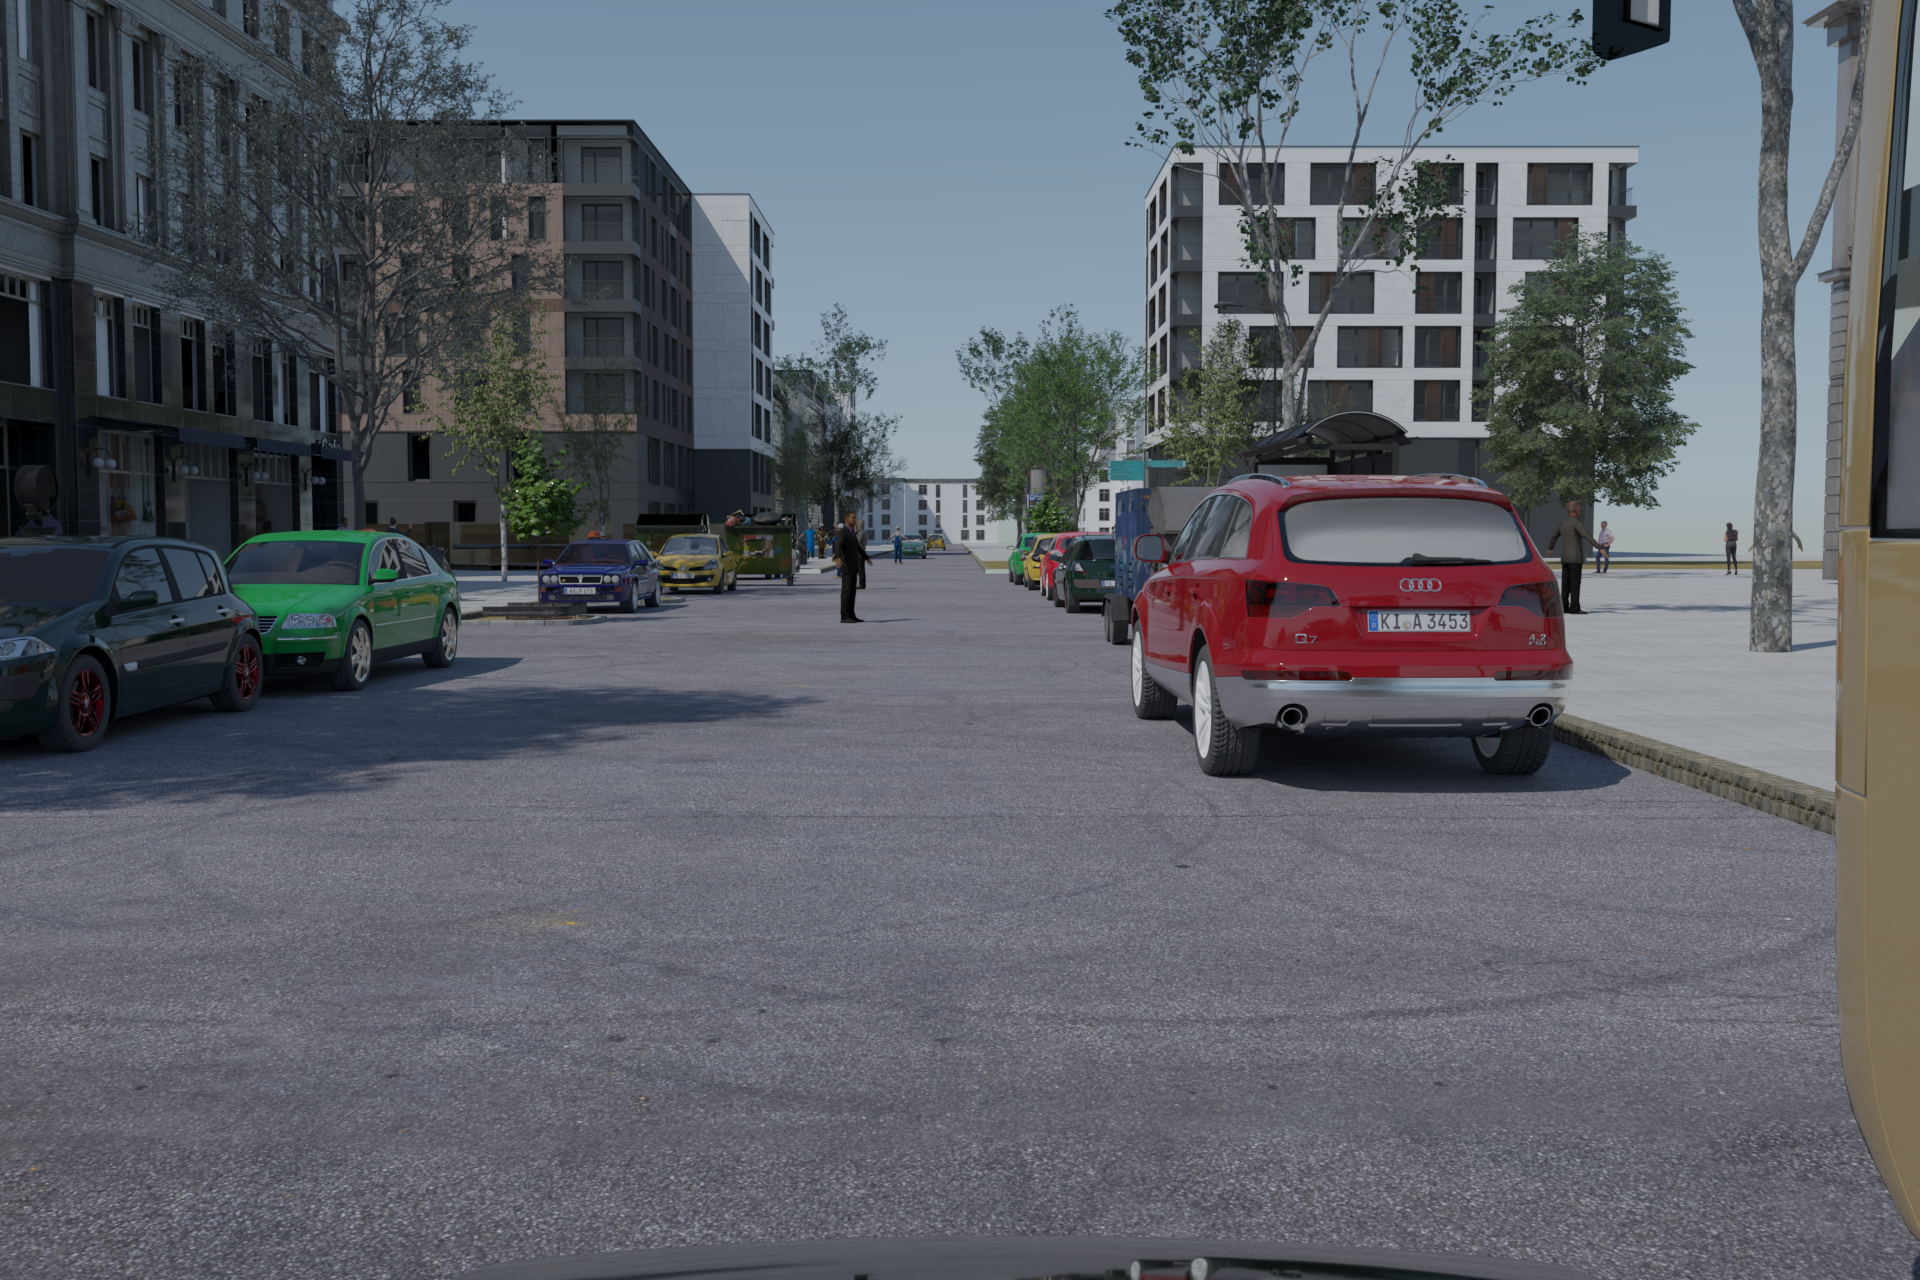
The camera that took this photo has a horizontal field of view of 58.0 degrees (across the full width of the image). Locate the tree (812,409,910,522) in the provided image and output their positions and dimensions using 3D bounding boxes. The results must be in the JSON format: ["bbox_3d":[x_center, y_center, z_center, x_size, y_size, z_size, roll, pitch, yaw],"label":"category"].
[{"bbox_3d":[-9.940,-15.816,168.956,12.009,13.543,11.850,0,3,0],"label":"tree"}]

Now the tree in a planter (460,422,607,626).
[{"bbox_3d":[-6.793,-1.873,27.851,1.991,3.239,1.994,0,3,0],"label":"tree in a planter"}]

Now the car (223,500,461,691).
[{"bbox_3d":[-6.350,-0.514,17.204,1.959,1.807,4.718,0,4,0],"label":"car"}]

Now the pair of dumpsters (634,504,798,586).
[{"bbox_3d":[-6.712,-2.620,47.780,4.436,2.255,1.574,0,3,0],"label":"pair of dumpsters"}]

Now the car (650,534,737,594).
[{"bbox_3d":[-6.499,-1.969,42.423,2.015,1.641,3.980,0,4,-1],"label":"car"}]

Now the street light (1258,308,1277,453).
[{"bbox_3d":[6.863,-3.810,34.832,1.470,5.913,1.316,0,4,0],"label":"street light"}]

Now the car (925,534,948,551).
[{"bbox_3d":[-2.097,-8.686,152.235,2.015,1.641,3.980,0,3,0],"label":"car"}]

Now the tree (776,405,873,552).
[{"bbox_3d":[-10.168,-11.736,126.288,8.767,10.594,7.601,2,4,28],"label":"tree"}]

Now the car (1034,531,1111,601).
[{"bbox_3d":[2.749,-1.816,38.740,2.155,1.783,4.494,0,3,0],"label":"car"}]

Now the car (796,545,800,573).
[{"bbox_3d":[-6.780,-3.245,62.844,2.009,1.686,4.222,0,4,0],"label":"car"}]

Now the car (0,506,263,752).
[{"bbox_3d":[-6.588,-0.172,12.599,2.009,1.686,4.222,0,3,0],"label":"car"}]

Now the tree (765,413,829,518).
[{"bbox_3d":[-10.061,-9.408,104.181,4.360,8.622,3.978,0,3,0],"label":"tree"}]

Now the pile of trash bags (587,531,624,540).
[{"bbox_3d":[-10.608,-2.580,51.941,1.912,1.369,3.447,0,4,-1],"label":"pile of trash bags"}]

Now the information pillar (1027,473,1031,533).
[{"bbox_3d":[3.184,-5.162,73.780,0.750,3.857,0.750,0,4,-1],"label":"information pillar"}]

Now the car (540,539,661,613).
[{"bbox_3d":[-6.753,-1.226,32.628,1.945,1.354,3.894,0,4,0],"label":"car"}]

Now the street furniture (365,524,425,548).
[{"bbox_3d":[-25.515,-4.338,77.777,9.812,1.723,11.010,0,4,-8],"label":"street furniture"}]

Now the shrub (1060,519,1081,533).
[{"bbox_3d":[4.523,-4.230,73.581,1.690,2.028,1.600,0,3,0],"label":"shrub"}]

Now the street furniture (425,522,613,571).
[{"bbox_3d":[-15.998,-3.611,65.888,9.812,1.723,11.010,-3,5,-45],"label":"street furniture"}]

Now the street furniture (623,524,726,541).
[{"bbox_3d":[-13.439,-4.203,75.577,9.812,1.723,11.010,0,4,-2],"label":"street furniture"}]

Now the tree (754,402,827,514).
[{"bbox_3d":[-9.962,-9.010,97.679,4.360,8.622,3.978,0,3,0],"label":"tree"}]

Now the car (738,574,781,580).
[{"bbox_3d":[-6.715,-2.760,55.345,2.015,1.641,3.980,0,4,0],"label":"car"}]

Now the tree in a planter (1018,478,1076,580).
[{"bbox_3d":[2.772,-3.530,54.935,1.991,3.239,1.994,0,4,0],"label":"tree in a planter"}]

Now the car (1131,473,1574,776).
[{"bbox_3d":[2.407,-0.193,11.827,2.281,1.827,5.304,0,4,-1],"label":"car"}]

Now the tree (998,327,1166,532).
[{"bbox_3d":[5.899,-9.768,85.460,9.928,11.665,9.643,0,3,0],"label":"tree"}]

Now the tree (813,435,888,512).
[{"bbox_3d":[-10.333,-13.656,157.687,8.767,10.594,7.601,2,4,30],"label":"tree"}]

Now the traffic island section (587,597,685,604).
[{"bbox_3d":[-6.831,-0.823,36.326,1.991,0.108,1.994,0,3,0],"label":"traffic island section"}]

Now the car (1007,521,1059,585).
[{"bbox_3d":[2.363,-2.520,49.992,1.959,1.807,4.718,0,4,-2],"label":"car"}]

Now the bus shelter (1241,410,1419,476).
[{"bbox_3d":[6.478,-2.272,31.072,2.014,3.302,5.546,0,3,0],"label":"bus shelter"}]

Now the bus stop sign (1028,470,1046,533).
[{"bbox_3d":[3.210,-5.026,71.198,0.837,3.901,0.837,0,3,0],"label":"bus stop sign"}]

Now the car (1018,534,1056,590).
[{"bbox_3d":[2.563,-2.157,45.493,2.015,1.641,3.980,0,3,0],"label":"car"}]

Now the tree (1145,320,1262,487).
[{"bbox_3d":[8.657,-6.714,60.142,4.737,8.622,4.395,0,3,0],"label":"tree"}]

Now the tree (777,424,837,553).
[{"bbox_3d":[-10.009,-10.097,115.448,4.360,8.622,3.978,0,3,0],"label":"tree"}]

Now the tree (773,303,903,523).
[{"bbox_3d":[-11.099,-17.665,144.706,12.611,20.169,13.585,0,3,0],"label":"tree"}]

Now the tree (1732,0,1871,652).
[{"bbox_3d":[7.459,-9.907,17.864,12.611,20.169,13.585,0,3,0],"label":"tree"}]

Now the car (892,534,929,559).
[{"bbox_3d":[-2.869,-5.423,100.460,2.131,1.459,4.920,0,4,0],"label":"car"}]

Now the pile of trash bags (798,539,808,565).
[{"bbox_3d":[-7.255,-3.785,71.642,1.912,1.369,3.447,0,4,0],"label":"pile of trash bags"}]

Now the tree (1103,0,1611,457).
[{"bbox_3d":[9.419,-11.499,43.896,12.611,20.169,13.585,0,3,0],"label":"tree"}]

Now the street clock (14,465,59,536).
[{"bbox_3d":[-9.703,-0.837,18.254,0.358,2.002,0.471,0,3,0],"label":"street clock"}]

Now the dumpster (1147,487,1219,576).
[{"bbox_3d":[2.640,-0.461,15.754,1.865,1.857,1.264,0,4,-2],"label":"dumpster"}]

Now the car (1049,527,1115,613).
[{"bbox_3d":[2.725,-1.402,32.711,2.009,1.686,4.222,0,4,-1],"label":"car"}]

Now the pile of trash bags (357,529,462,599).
[{"bbox_3d":[-10.624,-1.389,32.465,1.912,1.369,3.447,0,4,-1],"label":"pile of trash bags"}]

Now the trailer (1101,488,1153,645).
[{"bbox_3d":[2.648,-1.002,23.429,1.471,1.999,3.904,0,4,-1],"label":"trailer"}]

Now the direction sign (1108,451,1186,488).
[{"bbox_3d":[6.033,-4.080,55.478,2.525,3.948,1.411,0,3,0],"label":"direction sign"}]
